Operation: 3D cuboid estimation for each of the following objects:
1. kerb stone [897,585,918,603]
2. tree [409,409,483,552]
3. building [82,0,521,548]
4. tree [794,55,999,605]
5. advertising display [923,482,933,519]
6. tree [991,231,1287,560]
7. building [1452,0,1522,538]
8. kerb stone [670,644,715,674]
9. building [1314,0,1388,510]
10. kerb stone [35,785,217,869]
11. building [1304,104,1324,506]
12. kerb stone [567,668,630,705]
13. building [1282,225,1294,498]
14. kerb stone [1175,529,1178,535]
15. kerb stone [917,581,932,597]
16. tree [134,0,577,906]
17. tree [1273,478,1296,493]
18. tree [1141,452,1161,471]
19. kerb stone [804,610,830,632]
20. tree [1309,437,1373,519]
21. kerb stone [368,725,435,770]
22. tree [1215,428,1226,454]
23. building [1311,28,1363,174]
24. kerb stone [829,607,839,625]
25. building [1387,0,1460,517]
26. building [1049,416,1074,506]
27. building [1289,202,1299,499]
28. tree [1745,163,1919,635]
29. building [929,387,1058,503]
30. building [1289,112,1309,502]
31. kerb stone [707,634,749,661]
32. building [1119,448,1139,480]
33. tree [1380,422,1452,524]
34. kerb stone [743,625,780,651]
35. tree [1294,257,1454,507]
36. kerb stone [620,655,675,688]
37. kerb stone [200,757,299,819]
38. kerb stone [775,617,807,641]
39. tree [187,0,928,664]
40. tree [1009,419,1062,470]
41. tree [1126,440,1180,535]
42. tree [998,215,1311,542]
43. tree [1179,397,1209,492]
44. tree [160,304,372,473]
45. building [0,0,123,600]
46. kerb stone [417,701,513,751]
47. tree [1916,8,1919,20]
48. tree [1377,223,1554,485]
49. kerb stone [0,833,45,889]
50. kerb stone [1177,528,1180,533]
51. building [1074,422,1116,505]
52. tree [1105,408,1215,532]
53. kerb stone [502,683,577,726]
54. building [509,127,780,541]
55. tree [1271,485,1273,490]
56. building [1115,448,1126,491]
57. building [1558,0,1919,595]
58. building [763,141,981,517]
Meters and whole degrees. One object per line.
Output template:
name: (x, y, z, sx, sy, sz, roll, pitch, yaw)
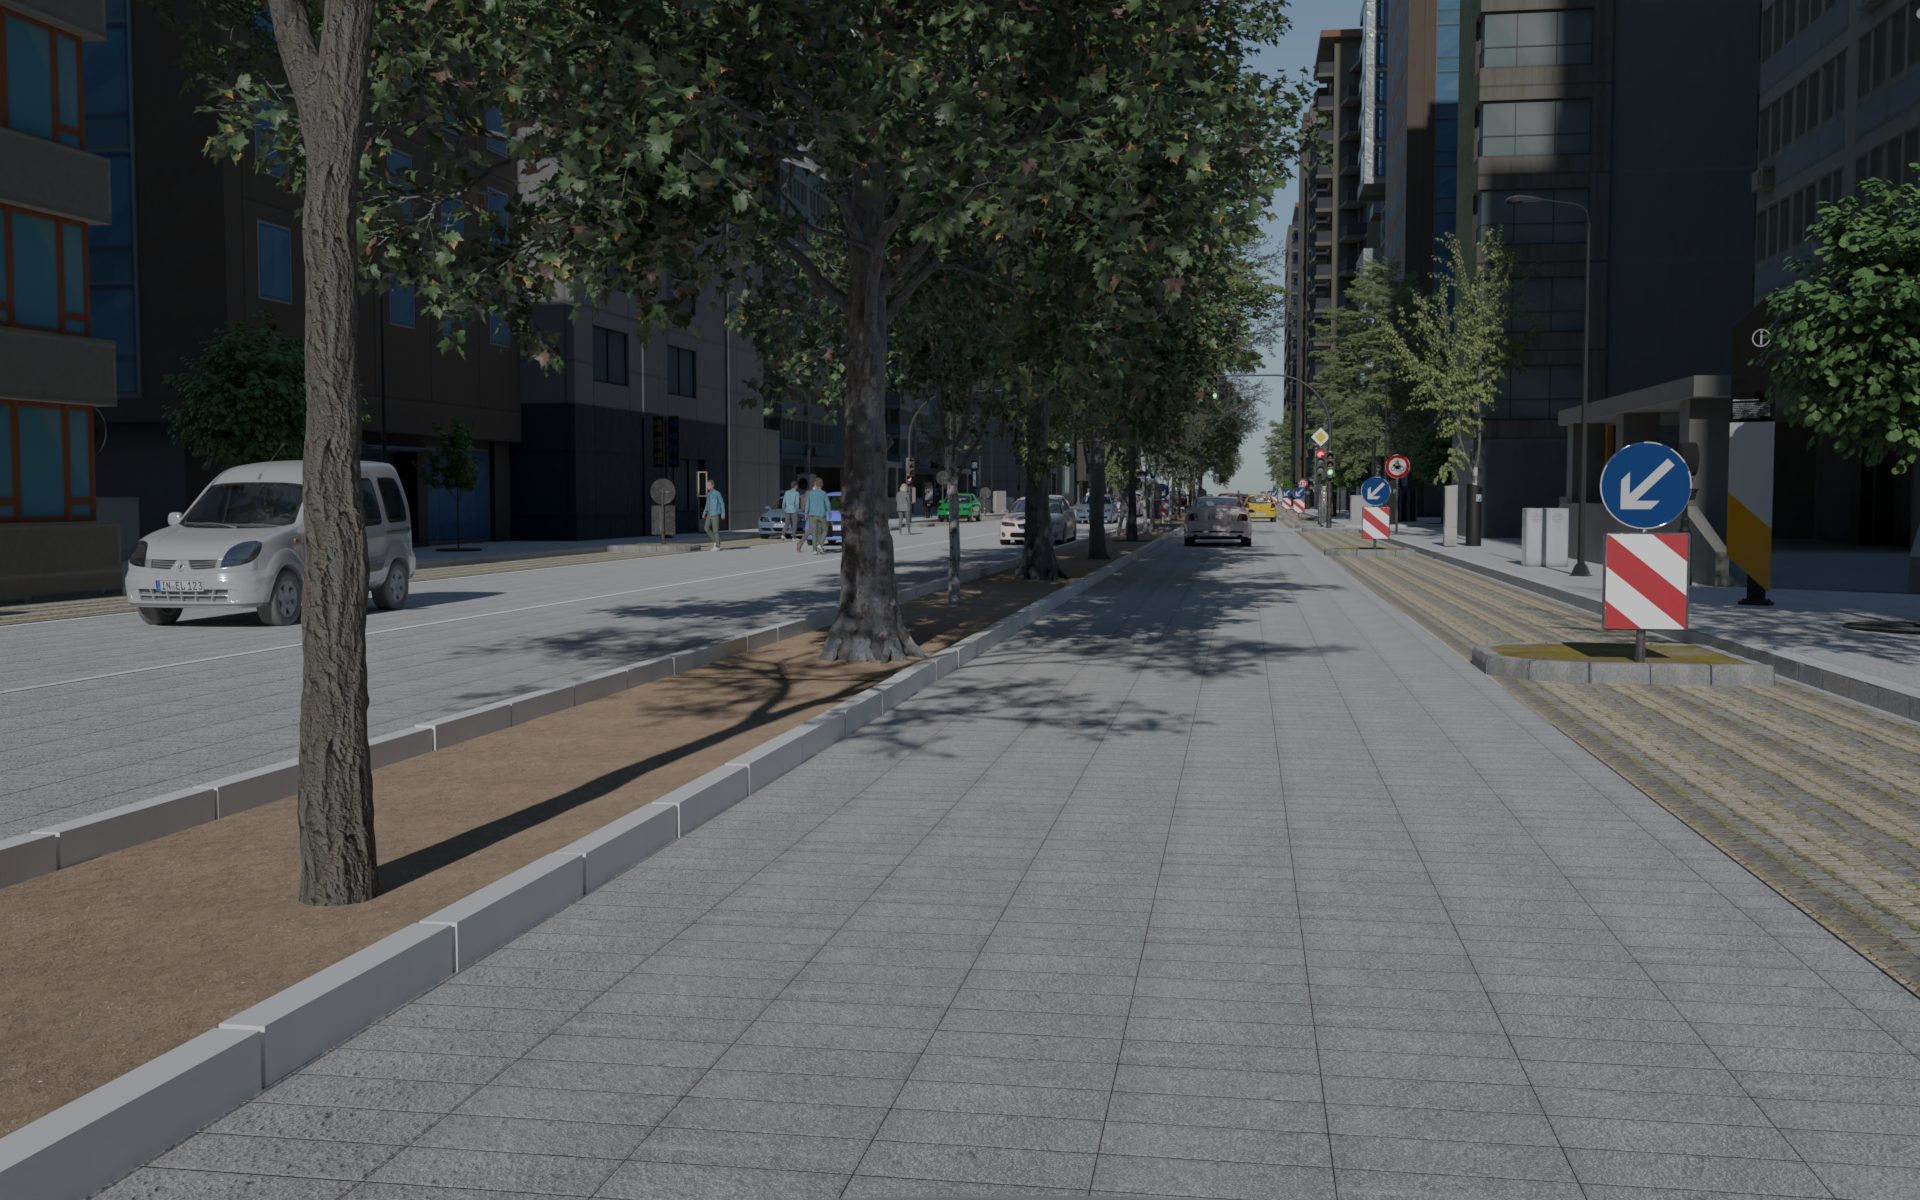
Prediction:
kerb stone: (-0.744, -0.059, 23.239, 0.120, 0.150, 1.000, 1, 4, 9)
tree: (-11.273, -2.721, 39.088, 1.663, 3.219, 1.824, 0, 3, 0)
building: (-19.806, -23.872, 40.425, 14.600, 45.320, 14.200, 1, 4, 9)
tree: (-0.095, -4.217, 21.772, 4.360, 8.622, 3.978, 0, 3, 0)
advertising display: (-1.690, -5.259, 91.205, 0.123, 1.923, 0.974, 2, 4, 27)
tree: (3.045, -7.123, 37.053, 7.486, 12.596, 7.792, 0, 3, 0)
building: (22.983, -22.715, 54.986, 14.154, 41.232, 14.086, 1, 4, 9)
kerb stone: (-2.227, 0.498, 14.144, 0.120, 0.150, 1.000, 1, 4, 9)
building: (38.739, -49.876, 128.144, 22.319, 86.520, 31.000, 1, 4, 9)
kerb stone: (-3.391, 0.926, 7.070, 0.120, 0.150, 1.000, 1, 4, 9)
building: (43.797, -30.596, 183.838, 14.154, 41.232, 14.086, 1, 4, 9)
kerb stone: (-2.562, 0.617, 12.123, 0.120, 0.150, 1.000, 1, 4, 9)
building: (65.603, -40.844, 291.495, 21.300, 48.544, 21.600, 1, 4, 9)
kerb stone: (7.295, -2.266, 59.356, 0.120, 0.150, 1.000, 1, 4, 9)
kerb stone: (-0.570, -0.124, 24.252, 0.120, 0.150, 1.000, 1, 4, 9)
tree: (-2.272, -4.195, 5.456, 8.767, 10.594, 7.601, 1, 4, 9)
tree: (41.067, -13.716, 218.853, 1.663, 3.219, 1.824, 0, 3, 0)
tree: (32.978, -23.363, 307.734, 9.928, 11.665, 9.643, 0, 3, 0)
kerb stone: (-1.566, 0.245, 18.185, 0.120, 0.150, 1.000, 1, 4, 9)
tree: (21.002, -6.559, 90.959, 4.285, 4.588, 4.351, 0, 3, 0)
kerb stone: (-3.060, 0.811, 9.098, 0.120, 0.150, 1.000, 1, 4, 9)
tree: (16.023, -10.057, 117.255, 4.737, 8.622, 4.395, 0, 3, 0)
building: (44.171, -31.025, 161.878, 22.147, 44.769, 28.867, 1, 4, 9)
kerb stone: (-1.403, 0.184, 19.194, 0.120, 0.150, 1.000, 1, 4, 9)
building: (32.151, -27.487, 99.528, 14.600, 45.320, 14.200, 1, 4, 9)
building: (1.848, -53.488, 187.201, 22.319, 86.520, 31.000, 1, 4, 9)
building: (59.452, -36.570, 252.540, 22.147, 44.769, 28.867, 1, 4, 9)
tree: (9.133, -1.984, 16.156, 4.285, 4.588, 4.351, 0, 3, 0)
building: (-1.453, -44.259, 161.882, 20.563, 71.187, 20.611, 1, 4, 9)
building: (45.851, -33.522, 198.192, 14.600, 45.320, 14.200, 1, 4, 9)
kerb stone: (-2.068, 0.431, 15.155, 0.120, 0.150, 1.000, 1, 4, 9)
building: (19.091, -40.802, 290.821, 21.300, 48.544, 21.600, 1, 4, 9)
tree: (20.738, -5.536, 74.219, 4.285, 4.588, 4.351, 0, 3, 0)
kerb stone: (-1.899, 0.369, 16.168, 0.120, 0.150, 1.000, 1, 4, 9)
tree: (20.524, -10.097, 83.219, 7.486, 12.596, 7.792, 0, 3, 0)
kerb stone: (-2.401, 0.554, 13.133, 0.120, 0.150, 1.000, 1, 4, 9)
kerb stone: (-3.224, 0.864, 8.079, 0.120, 0.150, 1.000, 1, 4, 9)
kerb stone: (-1.731, 0.307, 17.176, 0.120, 0.150, 1.000, 1, 4, 9)
tree: (-0.820, -5.819, 14.600, 9.611, 12.733, 9.660, 0, 3, 0)
tree: (6.807, -11.920, 145.250, 4.737, 8.622, 4.395, 0, 3, 0)
tree: (3.307, -5.529, 43.221, 4.360, 8.622, 3.978, 0, 3, 0)
tree: (5.160, -8.495, 51.713, 12.009, 13.543, 11.850, 0, 3, 0)
tree: (6.443, -6.557, 60.031, 4.360, 8.622, 3.978, 0, 3, 0)
tree: (-11.952, -2.832, 30.022, 4.285, 4.588, 4.351, 0, 3, 0)
building: (-27.707, -10.187, 11.605, 27.650, 21.520, 28.899, 1, 4, 9)
kerb stone: (-2.887, 0.740, 10.104, 0.120, 0.150, 1.000, 1, 4, 9)
tree: (6.652, -3.520, 7.908, 4.360, 8.622, 3.978, 0, 3, 0)
tree: (13.767, -5.909, 46.970, 4.737, 8.622, 4.395, 0, 3, 0)
kerb stone: (-3.552, 0.988, 6.054, 0.120, 0.150, 1.000, 1, 4, 9)
kerb stone: (7.625, -2.392, 61.375, 0.120, 0.150, 1.000, 1, 4, 9)
building: (14.260, -28.784, 242.316, 14.160, 30.474, 14.107, 1, 4, 9)
tree: (7.230, -6.880, 65.307, 4.737, 8.622, 4.395, 0, 3, 0)
kerb stone: (-2.724, 0.678, 11.114, 0.120, 0.150, 1.000, 1, 4, 9)
building: (-18.786, -37.814, 56.513, 20.611, 71.187, 20.563, 1, 4, 9)
tree: (53.397, -18.316, 294.064, 1.663, 3.219, 1.824, 0, 3, 0)
building: (13.908, -39.477, 265.051, 23.786, 49.044, 30.456, 1, 4, 9)
building: (27.447, -20.493, 26.943, 32.217, 40.220, 23.993, 1, 4, 9)
building: (-15.286, -26.330, 122.372, 32.217, 40.220, 23.993, 1, 4, 9)
